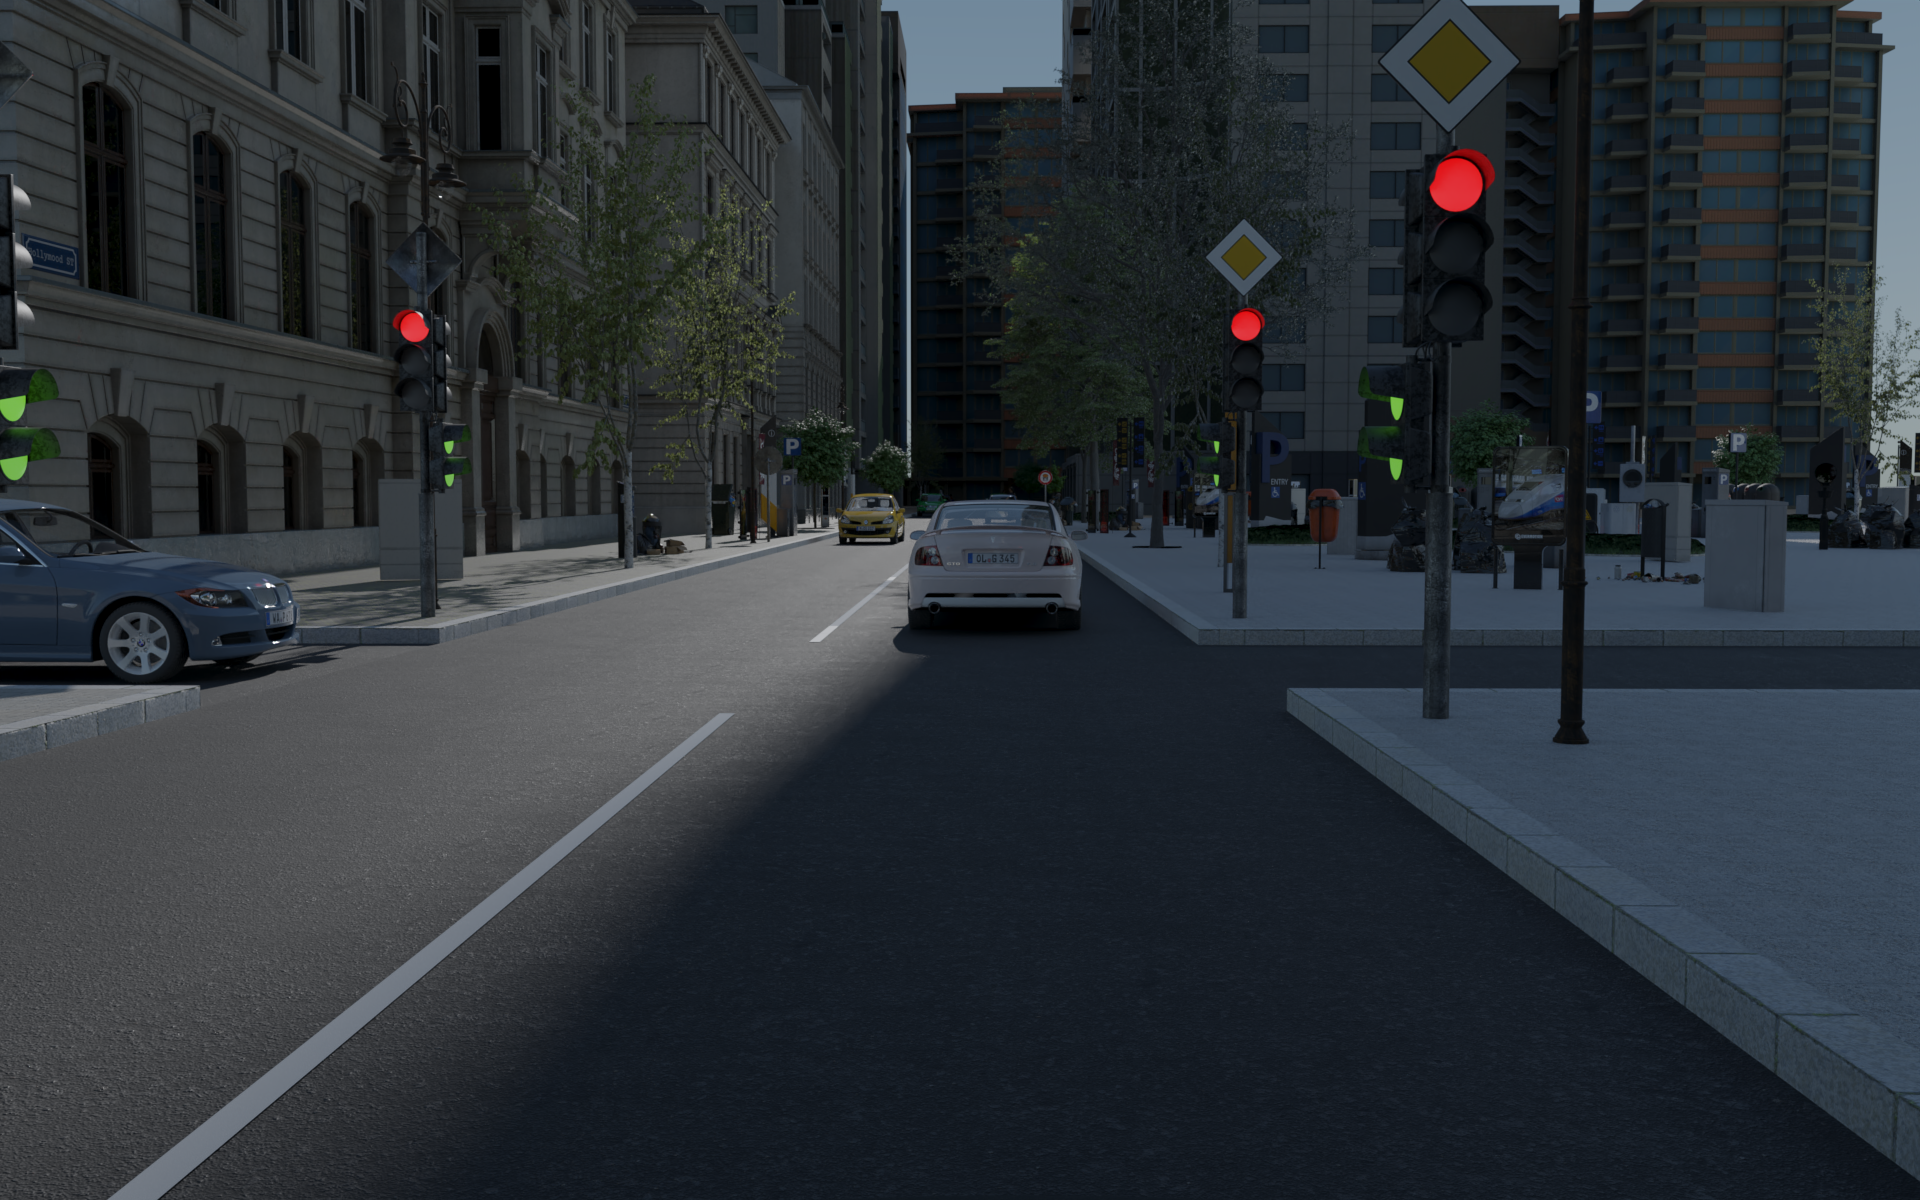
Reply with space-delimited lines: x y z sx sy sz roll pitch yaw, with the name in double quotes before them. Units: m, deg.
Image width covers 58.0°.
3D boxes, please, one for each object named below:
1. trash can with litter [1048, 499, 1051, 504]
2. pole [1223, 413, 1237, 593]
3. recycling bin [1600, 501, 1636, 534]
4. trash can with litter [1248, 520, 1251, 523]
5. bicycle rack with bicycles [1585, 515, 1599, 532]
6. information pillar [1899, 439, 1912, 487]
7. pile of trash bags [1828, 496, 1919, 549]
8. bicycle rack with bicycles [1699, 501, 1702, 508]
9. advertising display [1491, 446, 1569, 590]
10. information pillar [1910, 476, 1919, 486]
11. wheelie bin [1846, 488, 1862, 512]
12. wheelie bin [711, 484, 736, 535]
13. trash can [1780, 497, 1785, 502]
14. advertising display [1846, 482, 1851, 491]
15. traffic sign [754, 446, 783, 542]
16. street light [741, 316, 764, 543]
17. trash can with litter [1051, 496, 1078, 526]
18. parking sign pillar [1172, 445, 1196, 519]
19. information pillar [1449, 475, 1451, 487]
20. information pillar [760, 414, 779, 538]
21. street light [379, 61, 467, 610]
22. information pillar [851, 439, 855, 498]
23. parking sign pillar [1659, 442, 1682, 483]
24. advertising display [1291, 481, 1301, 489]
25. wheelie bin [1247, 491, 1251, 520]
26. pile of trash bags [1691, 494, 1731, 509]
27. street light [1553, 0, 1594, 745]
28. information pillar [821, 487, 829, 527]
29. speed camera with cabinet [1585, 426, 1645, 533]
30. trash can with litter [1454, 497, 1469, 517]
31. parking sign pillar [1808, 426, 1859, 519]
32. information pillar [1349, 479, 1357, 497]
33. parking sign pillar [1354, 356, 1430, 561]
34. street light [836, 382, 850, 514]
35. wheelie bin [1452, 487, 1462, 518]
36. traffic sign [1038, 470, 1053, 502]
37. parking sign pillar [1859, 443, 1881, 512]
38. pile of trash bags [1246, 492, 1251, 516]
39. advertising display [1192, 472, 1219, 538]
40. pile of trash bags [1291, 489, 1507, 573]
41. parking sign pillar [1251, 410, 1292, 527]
"trash can with litter" 4.655 -4.767 89.324 0.624 1.170 1.055 -3 4 -37
"pole" 3.526 -1.753 22.508 0.158 3.312 0.155 0 3 0
"recycling bin" 17.970 -2.126 47.317 0.722 1.027 0.722 0 4 0
"trash can with litter" 12.697 -3.965 75.882 2.233 1.210 1.678 1 4 20
"bicycle rack with bicycles" 14.976 -1.902 44.482 2.925 0.926 2.852 0 4 -5
"information pillar" 40.349 -5.053 73.973 0.504 3.616 0.183 1 4 20
"pile of trash bags" 22.498 -1.924 41.208 3.447 1.369 1.912 -1 4 -17
"bicycle rack with bicycles" 38.705 -4.546 87.710 2.852 0.926 2.925 2 4 33
"advertising display" 7.661 -1.106 23.301 0.974 1.923 0.123 2 4 27
"information pillar" 38.085 -3.949 69.053 0.304 2.012 0.304 -1 4 -11
"wheelie bin" 43.417 -4.668 84.227 0.693 1.594 0.980 3 5 41
"wheelie bin" -7.433 -2.831 54.187 0.980 1.594 0.693 1 4 15
"trash can" 39.503 -4.413 83.803 0.748 1.137 0.748 0 3 0
"advertising display" 45.776 -5.192 90.110 0.974 1.923 0.123 1 4 14
"traffic sign" -5.118 -2.821 46.236 0.768 2.556 0.104 0 4 4
"street light" -5.392 -4.416 44.983 0.468 5.910 1.993 0 4 1
"trash can with litter" 4.260 -3.557 69.542 0.624 1.170 1.055 2 4 25
"parking sign pillar" 11.879 -6.268 90.949 1.447 3.967 1.447 -2 4 -25
"information pillar" 18.546 -3.767 66.077 0.304 2.012 0.304 0 4 8
"information pillar" -5.617 -3.643 50.920 0.504 3.616 0.183 -2 4 -27
"street light" -5.878 -2.835 19.133 0.468 5.910 1.993 0 4 1
"information pillar" -4.552 -5.034 73.661 0.183 3.616 0.504 0 4 8
"parking sign pillar" 37.259 -6.261 90.845 1.447 3.967 1.447 -1 4 -12
"advertising display" 15.995 -4.801 83.707 0.974 1.923 0.123 -1 4 -17
"wheelie bin" 14.534 -4.714 84.983 0.693 1.594 0.980 -2 4 -28
"pile of trash bags" 23.626 -2.804 55.603 3.447 1.369 1.912 -2 4 -35
"street light" 3.158 -2.201 8.775 0.468 5.910 1.993 0 4 1
"information pillar" -5.237 -3.833 67.169 0.304 2.012 0.304 -1 4 -13
"speed camera with cabinet" 18.753 -3.418 50.215 2.038 3.252 0.660 1 4 19
"trash can with litter" 20.186 -3.558 69.555 0.624 1.170 1.055 0 4 8
"parking sign pillar" 34.791 -4.951 69.423 1.447 3.967 1.447 -3 4 -39
"information pillar" 19.519 -4.989 86.057 0.304 2.012 0.304 -3 5 -43
"parking sign pillar" 8.494 -2.781 33.940 1.447 3.967 1.447 -1 4 -11
"street light" -4.857 -6.053 71.755 0.468 5.910 1.993 0 4 1
"wheelie bin" 23.403 -4.546 82.241 0.693 1.594 0.980 -1 4 -15
"traffic sign" 4.600 -5.699 93.288 0.768 2.556 0.104 0 4 7
"parking sign pillar" 45.096 -5.976 86.178 1.447 3.967 1.447 -1 4 -14
"pile of trash bags" 12.093 -3.349 64.508 3.447 1.369 1.912 2 4 31
"advertising display" 7.342 -2.804 51.062 0.974 1.923 0.123 -1 4 -8
"pile of trash bags" 7.536 -1.194 29.267 3.447 1.369 1.912 2 4 26
"parking sign pillar" 9.815 -4.044 54.590 1.447 3.967 1.447 -2 4 -30
